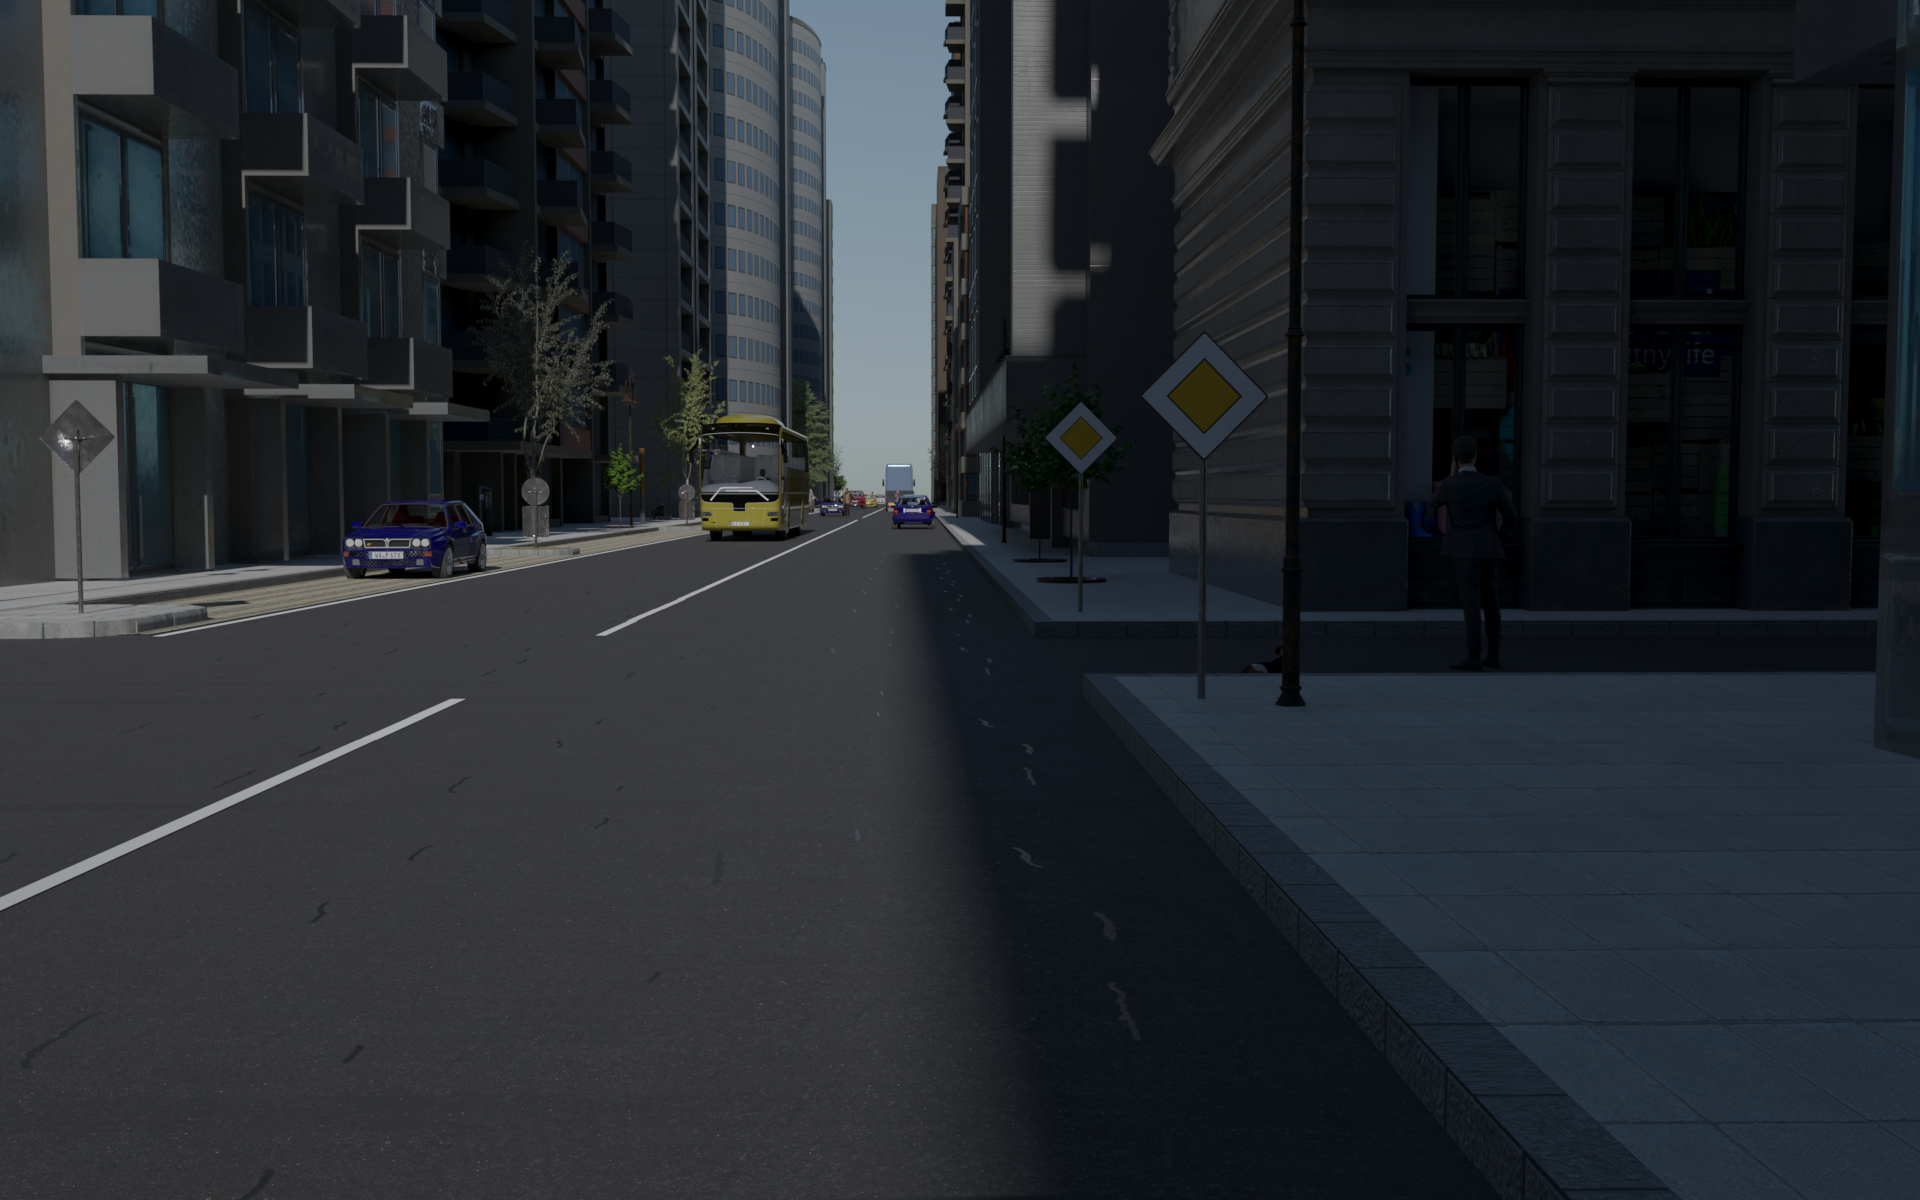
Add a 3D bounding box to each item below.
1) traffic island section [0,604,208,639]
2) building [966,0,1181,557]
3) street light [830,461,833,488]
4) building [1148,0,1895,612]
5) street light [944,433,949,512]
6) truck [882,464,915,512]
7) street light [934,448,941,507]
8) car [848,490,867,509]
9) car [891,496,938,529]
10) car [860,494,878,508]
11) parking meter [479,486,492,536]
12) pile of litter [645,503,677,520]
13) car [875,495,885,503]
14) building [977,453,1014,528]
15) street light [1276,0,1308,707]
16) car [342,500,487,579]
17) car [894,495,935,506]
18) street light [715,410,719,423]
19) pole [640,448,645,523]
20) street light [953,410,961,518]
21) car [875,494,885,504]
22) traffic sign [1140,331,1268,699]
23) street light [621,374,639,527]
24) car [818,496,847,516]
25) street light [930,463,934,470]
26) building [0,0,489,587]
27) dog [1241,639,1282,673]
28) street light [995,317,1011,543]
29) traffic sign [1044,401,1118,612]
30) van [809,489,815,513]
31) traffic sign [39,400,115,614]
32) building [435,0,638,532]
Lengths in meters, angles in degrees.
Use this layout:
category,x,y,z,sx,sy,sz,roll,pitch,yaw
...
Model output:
category,x,y,z,sx,sy,sz,roll,pitch,yaw
traffic island section,-9.457,0.225,18.596,2.009,0.180,2.903,0,4,-1
building,7.713,-14.086,49.379,14.314,24.678,30.058,0,4,-1
street light,-16.834,-15.572,227.387,0.468,5.910,1.993,0,4,-1
building,12.785,-11.883,23.163,19.941,23.489,11.050,0,4,-1
street light,-0.907,-9.095,121.487,0.468,5.910,1.993,0,4,-1
truck,-5.076,-9.652,147.562,2.967,4.110,18.799,0,4,-3
street light,-2.080,-12.060,169.967,0.468,5.910,1.993,0,4,-1
car,-10.069,-9.678,166.912,2.281,1.827,5.304,0,4,-2
car,-1.911,-3.620,71.775,1.945,1.354,3.894,0,4,0
car,-9.492,-10.395,180.184,2.015,1.641,3.980,0,3,0
parking meter,-14.450,-2.713,52.773,0.372,1.533,0.369,0,3,0
pile of litter,-15.020,-4.478,87.181,1.719,0.858,1.176,0,4,-3
car,-10.843,-13.703,236.407,2.083,1.381,4.827,0,4,-3
building,6.680,-18.446,79.083,11.434,29.767,29.804,0,4,-1
street light,2.010,-2.297,10.350,0.468,5.910,1.993,0,4,-1
car,-9.517,-1.088,30.370,1.945,1.354,3.894,0,4,-3
car,-2.181,-4.363,83.331,2.014,1.417,4.499,0,4,-1
street light,-13.395,-7.507,95.529,0.468,5.910,1.993,0,4,-1
pole,-14.143,-5.091,77.088,0.158,3.312,0.155,0,3,0
street light,-0.149,-7.385,93.534,0.468,5.910,1.993,0,4,-1
car,-11.486,-14.428,247.689,2.131,1.459,4.920,0,4,-2
traffic sign,1.512,-0.438,10.805,0.795,2.450,0.064,0,4,-1
street light,-12.746,-5.763,67.006,0.468,5.910,1.993,0,4,-1
car,-8.229,-6.125,112.728,1.945,1.354,3.894,0,4,-2
street light,-2.990,-14.120,203.647,0.468,5.910,1.993,0,4,-1
building,-22.980,-25.201,31.653,23.786,49.044,30.456,0,4,-1
dog,2.295,0.436,13.069,0.748,0.427,0.550,1,4,14
street light,1.160,-4.443,45.436,0.468,5.910,1.993,0,4,-1
traffic sign,1.308,-0.926,18.788,0.795,2.450,0.064,0,4,-1
van,-12.173,-7.761,133.898,2.013,2.044,4.112,0,4,-2
traffic sign,-9.434,-0.911,18.534,0.795,2.450,0.064,0,4,-1
building,-25.378,-25.364,69.326,22.147,44.769,28.867,0,4,-1
